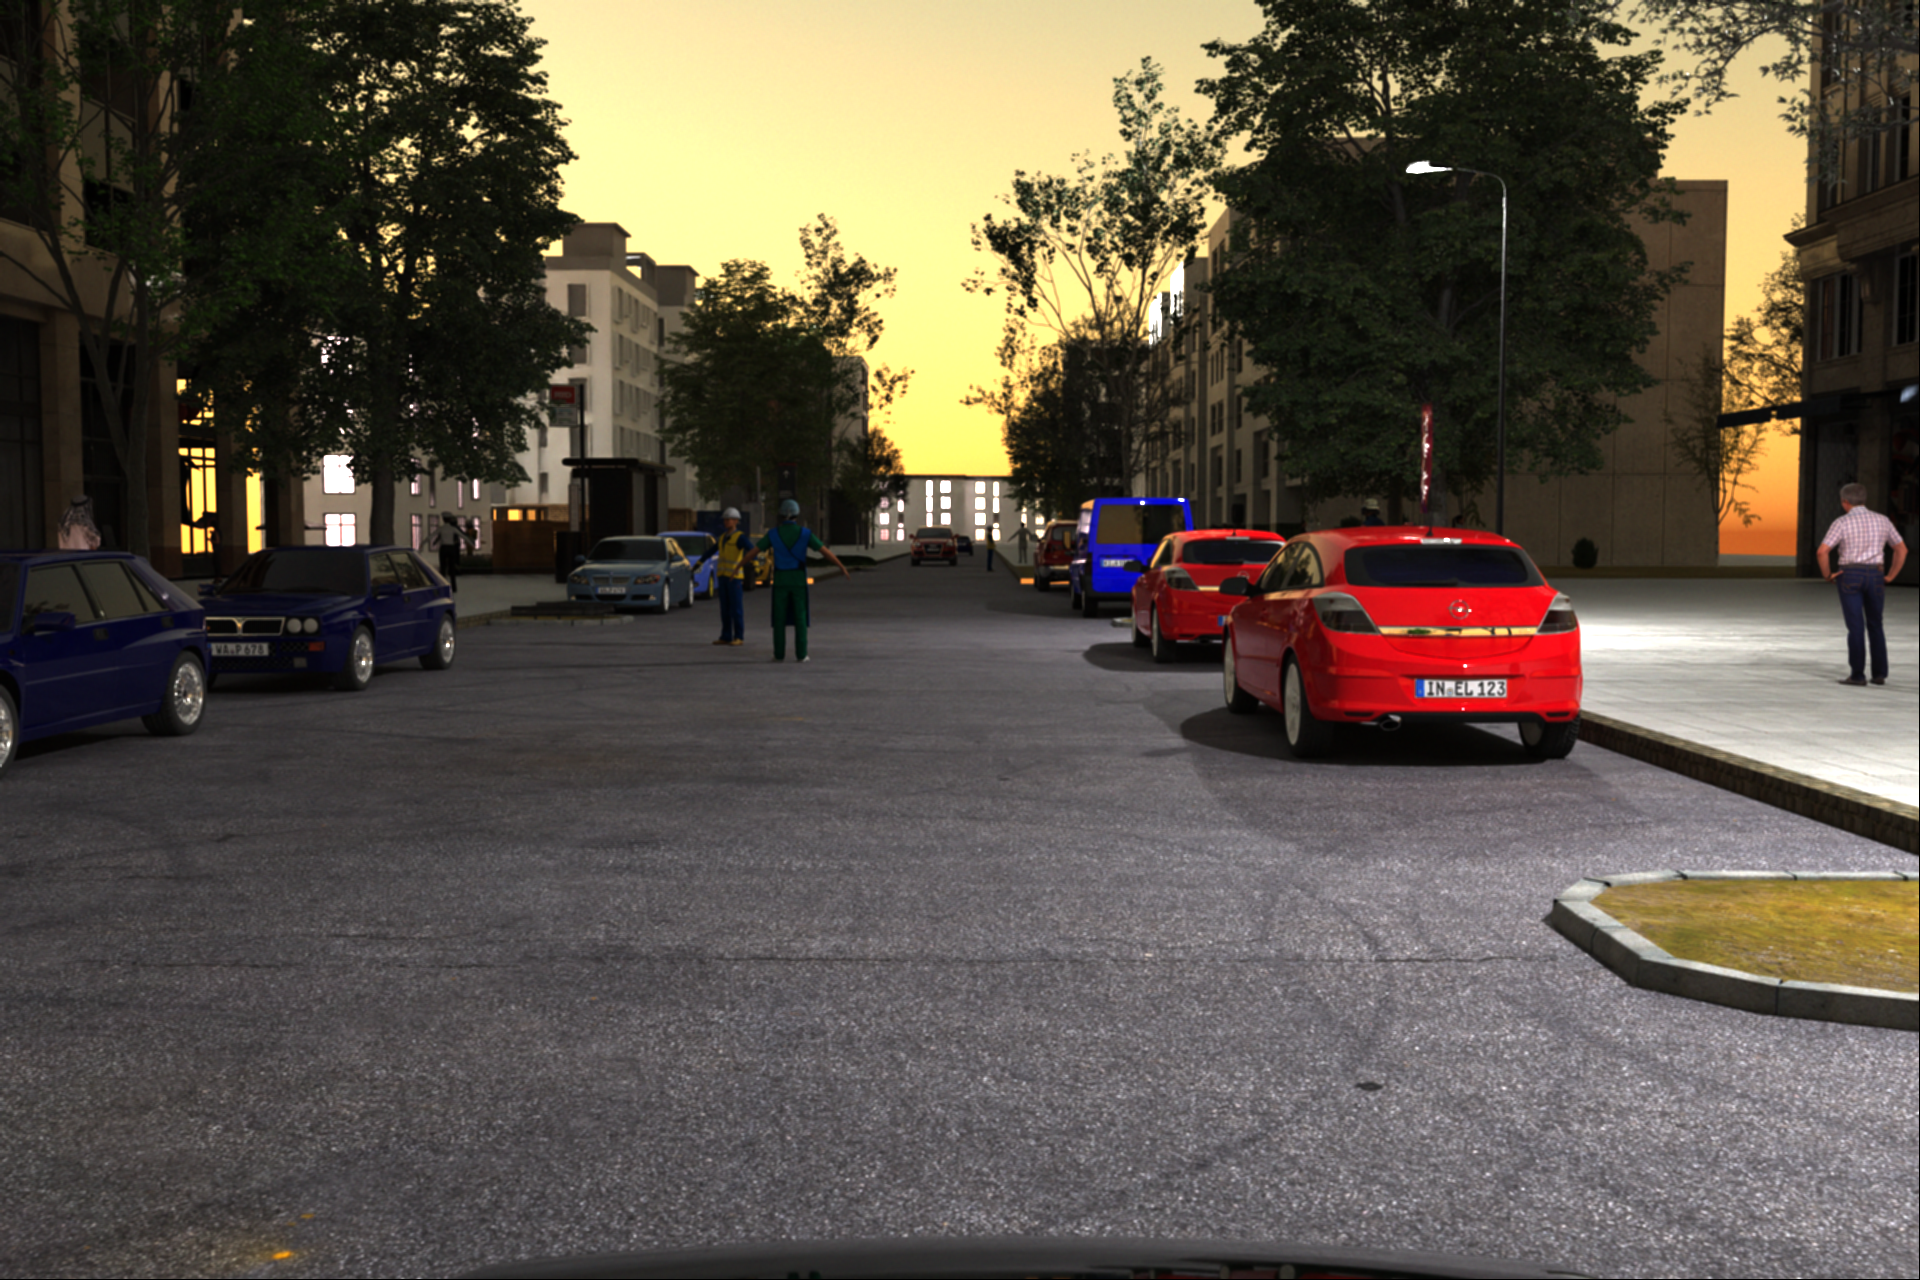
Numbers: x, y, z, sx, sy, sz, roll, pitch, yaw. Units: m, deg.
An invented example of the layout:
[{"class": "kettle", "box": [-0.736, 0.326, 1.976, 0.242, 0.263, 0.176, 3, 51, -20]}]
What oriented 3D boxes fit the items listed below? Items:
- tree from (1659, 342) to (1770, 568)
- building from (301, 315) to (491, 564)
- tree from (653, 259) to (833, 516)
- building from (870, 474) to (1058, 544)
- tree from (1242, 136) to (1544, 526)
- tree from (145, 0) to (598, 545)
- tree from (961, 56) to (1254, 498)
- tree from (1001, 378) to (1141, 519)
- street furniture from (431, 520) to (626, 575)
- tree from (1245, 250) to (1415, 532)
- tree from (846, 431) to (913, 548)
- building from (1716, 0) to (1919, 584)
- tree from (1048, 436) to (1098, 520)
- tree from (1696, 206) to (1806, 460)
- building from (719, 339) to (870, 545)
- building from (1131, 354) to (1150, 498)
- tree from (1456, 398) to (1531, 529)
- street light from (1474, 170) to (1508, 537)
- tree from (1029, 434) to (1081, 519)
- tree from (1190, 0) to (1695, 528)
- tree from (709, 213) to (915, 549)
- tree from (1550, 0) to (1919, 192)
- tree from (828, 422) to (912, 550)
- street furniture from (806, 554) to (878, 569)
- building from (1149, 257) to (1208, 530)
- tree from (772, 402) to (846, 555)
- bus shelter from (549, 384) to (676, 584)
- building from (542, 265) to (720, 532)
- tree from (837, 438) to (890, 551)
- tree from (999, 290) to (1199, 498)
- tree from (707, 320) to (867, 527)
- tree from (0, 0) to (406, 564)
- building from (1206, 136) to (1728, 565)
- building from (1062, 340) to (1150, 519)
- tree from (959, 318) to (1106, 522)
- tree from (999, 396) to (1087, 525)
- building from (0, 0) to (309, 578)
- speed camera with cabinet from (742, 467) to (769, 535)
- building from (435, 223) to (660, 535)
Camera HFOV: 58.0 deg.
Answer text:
[{"class": "tree", "box": [28.983, -7.070, 65.951, 4.360, 8.622, 3.978, 0, 3, 0]}, {"class": "building", "box": [-25.922, -8.390, 79.321, 9.099, 9.664, 28.070, 0, 4, 0]}, {"class": "tree", "box": [-9.266, -9.424, 72.211, 7.486, 12.596, 7.792, 0, 3, 0]}, {"class": "building", "box": [0.109, -18.378, 245.085, 28.070, 9.664, 9.099, 0, 4, -8]}, {"class": "tree", "box": [13.662, -9.048, 54.597, 9.857, 13.997, 8.962, 0, 3, 0]}, {"class": "tree", "box": [-12.420, -7.982, 37.165, 9.857, 13.997, 8.962, 0, 3, 0]}, {"class": "tree", "box": [6.419, -13.194, 71.606, 12.611, 20.169, 13.585, 0, 3, 0]}, {"class": "tree", "box": [6.891, -10.307, 102.930, 8.767, 10.594, 7.601, -2, 4, -28]}, {"class": "street furniture", "box": [-14.950, -3.203, 59.227, 11.010, 1.723, 9.812, -1, 4, -19]}, {"class": "tree", "box": [8.688, -5.715, 43.797, 4.360, 8.622, 3.978, 0, 3, 0]}, {"class": "tree", "box": [-7.536, -13.467, 154.594, 8.767, 10.594, 7.601, 3, 5, 41]}, {"class": "building", "box": [26.360, -17.826, 37.565, 12.429, 33.558, 17.177, 0, 4, 0]}, {"class": "tree", "box": [7.150, -9.902, 112.261, 4.737, 8.622, 4.395, 0, 3, 0]}, {"class": "tree", "box": [28.794, -8.801, 54.266, 12.009, 13.543, 11.850, 0, 3, 0]}, {"class": "building", "box": [-25.198, -21.556, 196.416, 27.936, 21.610, 32.646, 0, 4, 1]}, {"class": "building", "box": [22.822, -19.674, 178.087, 16.016, 20.090, 11.380, 0, 4, 1]}, {"class": "tree", "box": [19.771, -7.139, 67.092, 4.737, 8.622, 4.395, 0, 3, 0]}, {"class": "street light", "box": [7.341, -3.007, 21.706, 1.470, 5.913, 1.316, 0, 4, 1]}, {"class": "tree", "box": [7.504, -10.709, 125.450, 4.360, 8.622, 3.978, 0, 3, 0]}, {"class": "tree", "box": [9.236, -7.769, 33.686, 9.857, 13.997, 8.962, 0, 3, 0]}, {"class": "tree", "box": [-9.029, -15.248, 105.188, 12.611, 20.169, 13.585, 0, 3, 0]}, {"class": "tree", "box": [9.090, -6.259, 12.700, 12.009, 13.543, 11.850, 0, 3, 0]}, {"class": "tree", "box": [-7.415, -12.749, 142.854, 7.601, 10.594, 8.767, -2, 4, -28]}, {"class": "street furniture", "box": [-8.322, -3.148, 67.091, 10.072, 0.657, 5.734, 0, 4, 3]}, {"class": "building", "box": [22.871, -15.455, 119.152, 16.747, 18.905, 31.486, 0, 4, 1]}, {"class": "tree", "box": [-8.686, -8.832, 94.771, 4.360, 8.622, 3.978, 0, 3, 0]}, {"class": "bus shelter", "box": [-9.882, -4.370, 49.085, 2.179, 5.291, 8.768, 0, 4, 0]}, {"class": "building", "box": [-24.030, -16.315, 123.170, 16.016, 20.090, 11.380, 0, 4, 1]}, {"class": "tree", "box": [-7.697, -11.131, 132.359, 4.737, 8.622, 4.395, 0, 3, 0]}, {"class": "tree", "box": [7.173, -10.779, 86.599, 12.009, 13.543, 11.850, 0, 3, 0]}, {"class": "tree", "box": [-8.621, -9.629, 83.193, 9.928, 11.665, 9.643, 0, 3, 0]}, {"class": "tree", "box": [-11.907, -6.037, 24.457, 9.928, 11.665, 9.643, 0, 3, 0]}, {"class": "building", "box": [22.716, -13.422, 85.902, 16.747, 18.905, 31.486, 0, 4, 1]}, {"class": "building", "box": [25.531, -21.669, 198.260, 27.936, 21.610, 32.646, 0, 4, 1]}, {"class": "tree", "box": [6.758, -18.150, 152.637, 12.611, 20.169, 13.585, 0, 3, 0]}, {"class": "tree", "box": [6.789, -13.579, 140.140, 7.486, 12.596, 7.792, 0, 3, 0]}, {"class": "building", "box": [-32.112, -16.568, 37.109, 22.709, 31.103, 35.509, 0, 4, 1]}, {"class": "speed camera with cabinet", "box": [-6.072, -3.494, 51.468, 0.660, 3.252, 2.038, 0, 4, 2]}, {"class": "building", "box": [-25.834, -15.302, 106.611, 16.016, 20.090, 11.380, 0, 4, 1]}]
